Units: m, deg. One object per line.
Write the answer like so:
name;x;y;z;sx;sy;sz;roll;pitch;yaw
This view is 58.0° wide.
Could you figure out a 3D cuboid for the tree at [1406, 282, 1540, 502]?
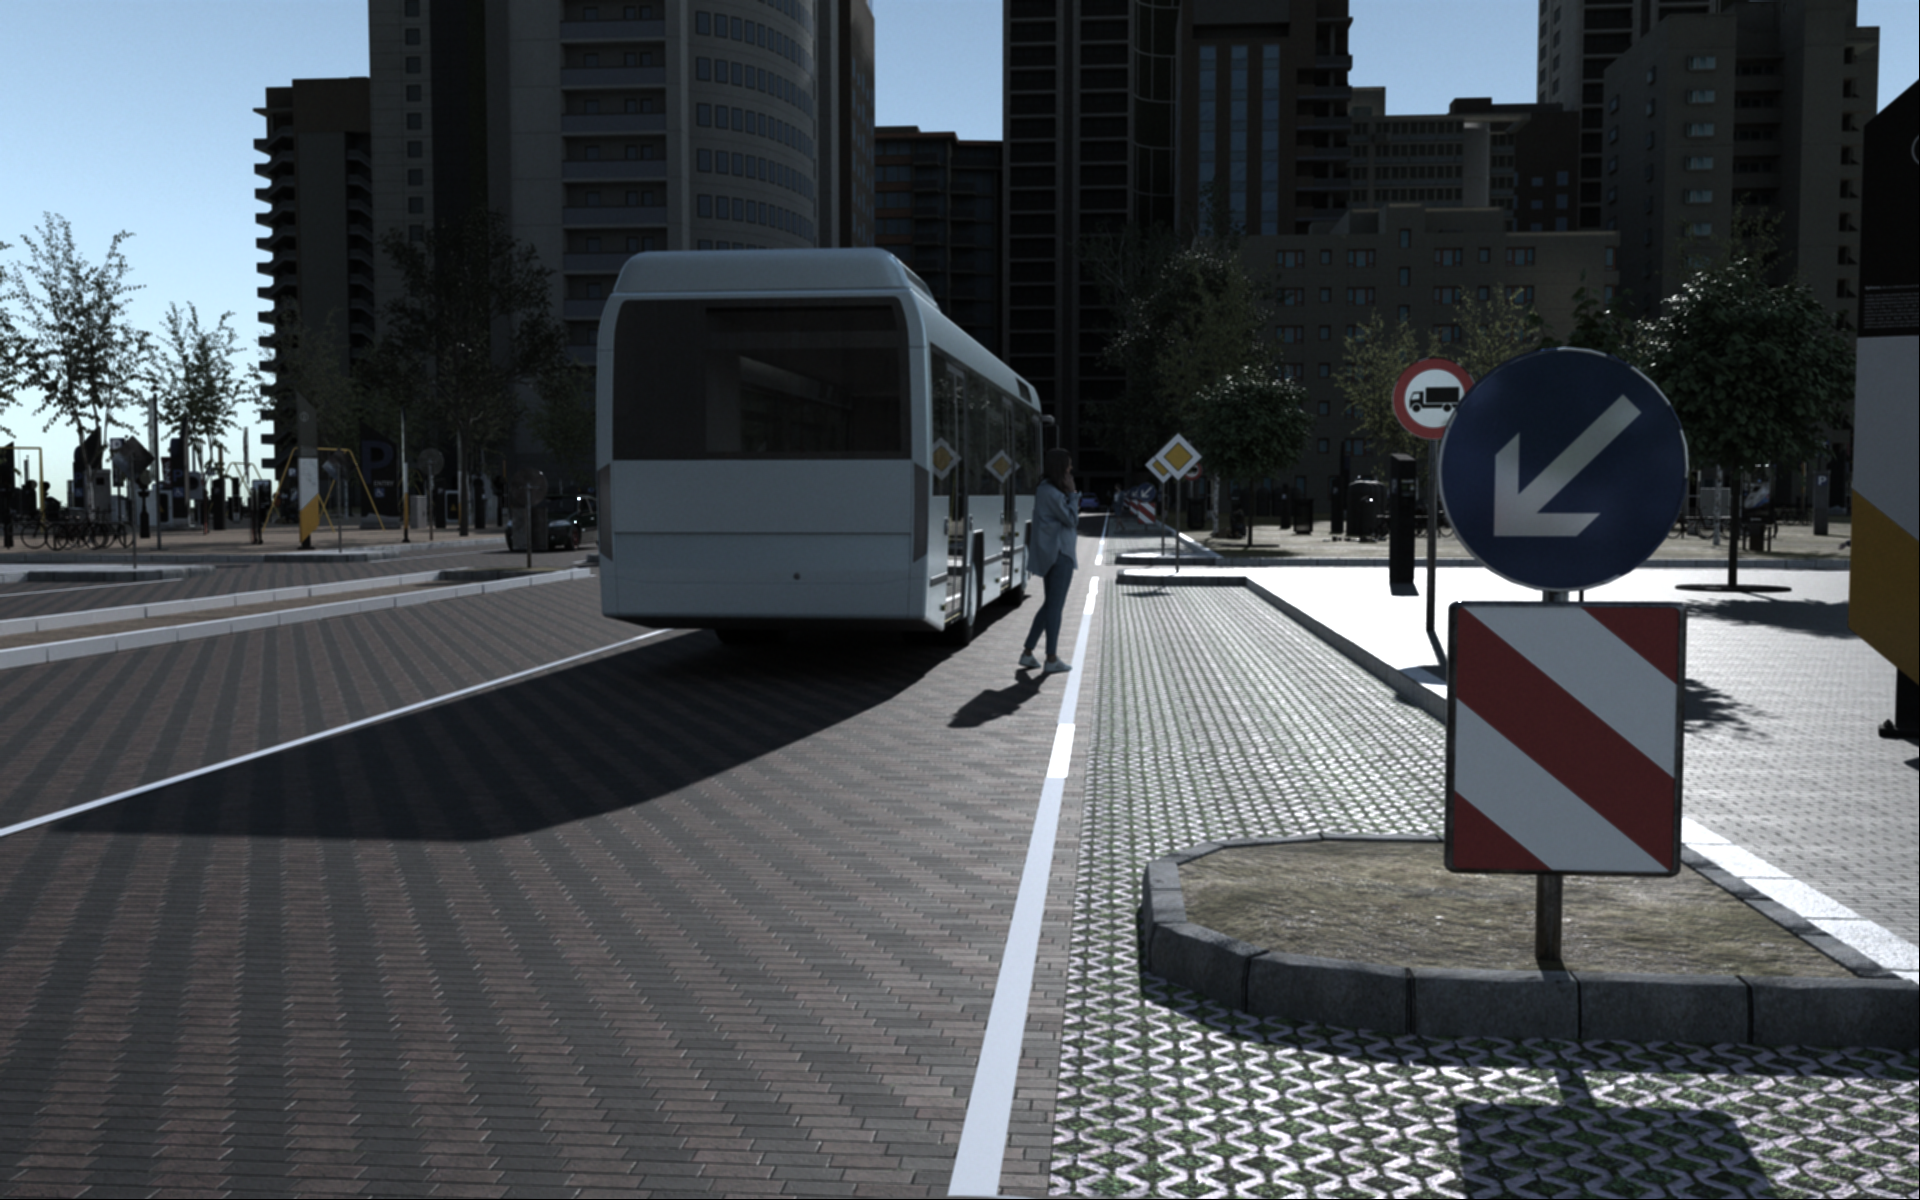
tree;18.077;-6.671;59.439;4.360;8.622;3.978;0;3;0

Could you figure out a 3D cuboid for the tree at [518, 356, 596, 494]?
tree;-20.059;-8.356;86.983;4.737;8.622;4.395;0;3;0

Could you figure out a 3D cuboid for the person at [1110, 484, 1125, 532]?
person;5.929;-3.417;64.395;0.654;1.822;0.581;-2;4;-28

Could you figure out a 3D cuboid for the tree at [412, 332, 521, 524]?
tree;-20.653;-7.491;72.841;4.360;8.622;3.978;0;3;0

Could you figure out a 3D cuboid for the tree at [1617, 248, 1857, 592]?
tree;10.436;-2.410;23.122;4.285;4.588;4.351;0;3;0

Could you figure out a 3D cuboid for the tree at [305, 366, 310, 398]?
tree;-30.546;-8.340;86.716;4.737;8.622;4.395;0;3;0

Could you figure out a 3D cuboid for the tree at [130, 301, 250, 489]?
tree;-28.808;-7.044;65.539;4.737;8.622;4.395;0;3;0

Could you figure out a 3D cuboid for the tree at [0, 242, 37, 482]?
tree;-27.211;-5.923;47.199;4.737;8.622;4.395;0;3;0

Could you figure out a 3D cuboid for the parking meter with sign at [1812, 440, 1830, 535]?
parking meter with sign;27.241;-3.582;54.827;0.543;3.016;1.738;1;4;23

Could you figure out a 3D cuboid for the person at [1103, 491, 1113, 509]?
person;13.847;-9.349;162.080;1.217;1.736;0.721;-3;4;-37

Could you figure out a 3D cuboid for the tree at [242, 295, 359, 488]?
tree;-24.049;-6.935;63.753;4.360;8.622;3.978;0;3;0

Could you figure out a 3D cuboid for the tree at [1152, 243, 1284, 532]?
tree;7.644;-6.194;51.641;4.737;8.622;4.395;0;3;0

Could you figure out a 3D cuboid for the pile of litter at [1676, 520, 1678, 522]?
pile of litter;32.476;-3.944;78.457;1.176;0.858;1.719;-1;4;-14

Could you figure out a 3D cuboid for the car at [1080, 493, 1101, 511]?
car;11.346;-8.699;151.812;1.945;1.707;3.694;0;4;7

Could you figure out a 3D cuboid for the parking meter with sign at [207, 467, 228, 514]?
parking meter with sign;-47.668;-7.042;111.399;1.738;3.016;0.543;2;4;34

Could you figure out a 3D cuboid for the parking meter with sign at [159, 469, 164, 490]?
parking meter with sign;-45.277;-6.240;98.291;0.543;3.016;1.738;0;4;-3

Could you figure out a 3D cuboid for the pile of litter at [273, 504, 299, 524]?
pile of litter;-28.910;-3.682;74.171;1.176;0.858;1.719;0;4;6

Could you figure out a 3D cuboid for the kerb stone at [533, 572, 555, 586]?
kerb stone;-6.687;-0.322;27.456;0.120;0.150;1.000;0;4;5

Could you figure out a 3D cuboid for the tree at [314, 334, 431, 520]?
tree;-25.817;-7.855;78.796;4.737;8.622;4.395;0;3;0

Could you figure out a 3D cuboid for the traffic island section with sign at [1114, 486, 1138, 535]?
traffic island section with sign;6.436;-3.198;60.918;1.989;1.847;2.006;0;4;5

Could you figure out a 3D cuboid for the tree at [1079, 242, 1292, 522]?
tree;10.714;-9.903;78.930;9.611;12.733;9.660;0;3;0

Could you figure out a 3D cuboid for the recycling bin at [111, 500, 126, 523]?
recycling bin;-38.015;-3.992;77.830;0.722;1.027;0.722;0;4;6

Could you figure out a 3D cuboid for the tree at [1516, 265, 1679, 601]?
tree;5.354;-1.236;14.812;1.663;3.219;1.824;0;3;0

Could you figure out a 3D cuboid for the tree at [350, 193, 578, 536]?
tree;-14.939;-7.247;52.907;8.767;10.594;7.601;3;4;38

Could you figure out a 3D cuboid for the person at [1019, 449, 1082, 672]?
person;0.725;-0.320;14.003;0.793;1.790;0.793;-3;5;-43

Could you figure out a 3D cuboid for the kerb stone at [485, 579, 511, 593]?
kerb stone;-6.858;-0.192;25.406;0.120;0.150;1.000;0;4;5

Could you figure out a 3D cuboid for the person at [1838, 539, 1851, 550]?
person;16.922;-1.103;32.027;0.738;1.151;1.012;-3;4;-36

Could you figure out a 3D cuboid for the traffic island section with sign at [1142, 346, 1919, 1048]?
traffic island section with sign;1.587;0.193;5.467;1.989;1.847;2.006;0;4;5

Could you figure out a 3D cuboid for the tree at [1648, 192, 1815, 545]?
tree;19.217;-5.693;43.443;4.737;8.622;4.395;0;3;0

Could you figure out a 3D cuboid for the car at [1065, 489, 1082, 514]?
car;7.629;-7.081;124.451;2.281;1.827;5.304;0;4;3

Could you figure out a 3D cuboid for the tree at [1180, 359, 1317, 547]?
tree;7.020;-3.579;42.233;4.285;4.588;4.351;0;3;0

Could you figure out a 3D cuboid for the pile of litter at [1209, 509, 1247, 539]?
pile of litter;7.797;-2.220;50.269;1.176;0.858;1.719;2;4;28

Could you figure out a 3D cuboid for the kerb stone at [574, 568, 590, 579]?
kerb stone;-6.508;-0.447;29.503;0.120;0.150;1.000;0;4;5

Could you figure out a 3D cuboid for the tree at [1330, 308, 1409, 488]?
tree;16.951;-7.282;69.420;4.360;8.622;3.978;0;3;0

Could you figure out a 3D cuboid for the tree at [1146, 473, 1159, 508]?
tree;19.068;-10.970;173.963;1.663;3.219;1.824;0;3;0

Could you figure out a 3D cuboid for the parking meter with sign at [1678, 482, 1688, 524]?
parking meter with sign;31.781;-4.846;75.491;1.738;3.016;0.543;-1;4;-12

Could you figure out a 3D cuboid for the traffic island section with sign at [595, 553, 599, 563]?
traffic island section with sign;-6.895;-1.759;36.902;2.006;1.907;1.989;0;4;5

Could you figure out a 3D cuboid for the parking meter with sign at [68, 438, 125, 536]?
parking meter with sign;-26.542;-3.485;53.236;0.543;3.016;1.738;1;4;23

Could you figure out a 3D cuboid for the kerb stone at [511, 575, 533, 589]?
kerb stone;-6.783;-0.256;26.434;0.120;0.150;1.000;0;4;5

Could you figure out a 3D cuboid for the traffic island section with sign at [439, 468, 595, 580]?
traffic island section with sign;-7.550;-1.308;29.523;2.006;1.907;1.989;0;4;5

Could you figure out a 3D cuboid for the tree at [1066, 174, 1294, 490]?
tree;12.967;-15.134;103.328;12.611;20.169;13.585;0;3;0

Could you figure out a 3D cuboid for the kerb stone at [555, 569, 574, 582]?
kerb stone;-6.605;-0.381;28.486;0.120;0.150;1.000;0;4;5

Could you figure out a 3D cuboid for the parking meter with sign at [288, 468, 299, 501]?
parking meter with sign;-44.378;-7.296;115.545;0.543;3.016;1.738;-2;4;-31

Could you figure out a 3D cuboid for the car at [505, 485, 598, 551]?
car;-10.366;-2.141;44.792;2.009;1.686;4.222;0;4;6

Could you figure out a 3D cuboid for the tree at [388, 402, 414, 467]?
tree;-31.766;-9.308;102.548;4.360;8.622;3.978;0;3;0

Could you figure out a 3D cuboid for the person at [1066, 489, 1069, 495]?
person;5.893;-5.259;94.587;0.391;1.810;0.635;-1;4;-18

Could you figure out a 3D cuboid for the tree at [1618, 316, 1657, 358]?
tree;27.716;-7.343;70.415;4.360;8.622;3.978;0;3;0

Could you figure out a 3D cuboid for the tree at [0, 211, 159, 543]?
tree;-22.856;-5.796;45.130;4.360;8.622;3.978;0;3;0

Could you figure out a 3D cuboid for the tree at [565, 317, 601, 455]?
tree;-13.770;-7.372;70.896;4.360;8.622;3.978;0;3;0

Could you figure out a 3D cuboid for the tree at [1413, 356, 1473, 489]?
tree;25.779;-8.690;92.447;4.737;8.622;4.395;0;3;0

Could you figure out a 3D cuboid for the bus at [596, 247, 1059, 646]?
bus;-0.722;-1.514;19.618;2.948;3.499;13.247;0;4;7
